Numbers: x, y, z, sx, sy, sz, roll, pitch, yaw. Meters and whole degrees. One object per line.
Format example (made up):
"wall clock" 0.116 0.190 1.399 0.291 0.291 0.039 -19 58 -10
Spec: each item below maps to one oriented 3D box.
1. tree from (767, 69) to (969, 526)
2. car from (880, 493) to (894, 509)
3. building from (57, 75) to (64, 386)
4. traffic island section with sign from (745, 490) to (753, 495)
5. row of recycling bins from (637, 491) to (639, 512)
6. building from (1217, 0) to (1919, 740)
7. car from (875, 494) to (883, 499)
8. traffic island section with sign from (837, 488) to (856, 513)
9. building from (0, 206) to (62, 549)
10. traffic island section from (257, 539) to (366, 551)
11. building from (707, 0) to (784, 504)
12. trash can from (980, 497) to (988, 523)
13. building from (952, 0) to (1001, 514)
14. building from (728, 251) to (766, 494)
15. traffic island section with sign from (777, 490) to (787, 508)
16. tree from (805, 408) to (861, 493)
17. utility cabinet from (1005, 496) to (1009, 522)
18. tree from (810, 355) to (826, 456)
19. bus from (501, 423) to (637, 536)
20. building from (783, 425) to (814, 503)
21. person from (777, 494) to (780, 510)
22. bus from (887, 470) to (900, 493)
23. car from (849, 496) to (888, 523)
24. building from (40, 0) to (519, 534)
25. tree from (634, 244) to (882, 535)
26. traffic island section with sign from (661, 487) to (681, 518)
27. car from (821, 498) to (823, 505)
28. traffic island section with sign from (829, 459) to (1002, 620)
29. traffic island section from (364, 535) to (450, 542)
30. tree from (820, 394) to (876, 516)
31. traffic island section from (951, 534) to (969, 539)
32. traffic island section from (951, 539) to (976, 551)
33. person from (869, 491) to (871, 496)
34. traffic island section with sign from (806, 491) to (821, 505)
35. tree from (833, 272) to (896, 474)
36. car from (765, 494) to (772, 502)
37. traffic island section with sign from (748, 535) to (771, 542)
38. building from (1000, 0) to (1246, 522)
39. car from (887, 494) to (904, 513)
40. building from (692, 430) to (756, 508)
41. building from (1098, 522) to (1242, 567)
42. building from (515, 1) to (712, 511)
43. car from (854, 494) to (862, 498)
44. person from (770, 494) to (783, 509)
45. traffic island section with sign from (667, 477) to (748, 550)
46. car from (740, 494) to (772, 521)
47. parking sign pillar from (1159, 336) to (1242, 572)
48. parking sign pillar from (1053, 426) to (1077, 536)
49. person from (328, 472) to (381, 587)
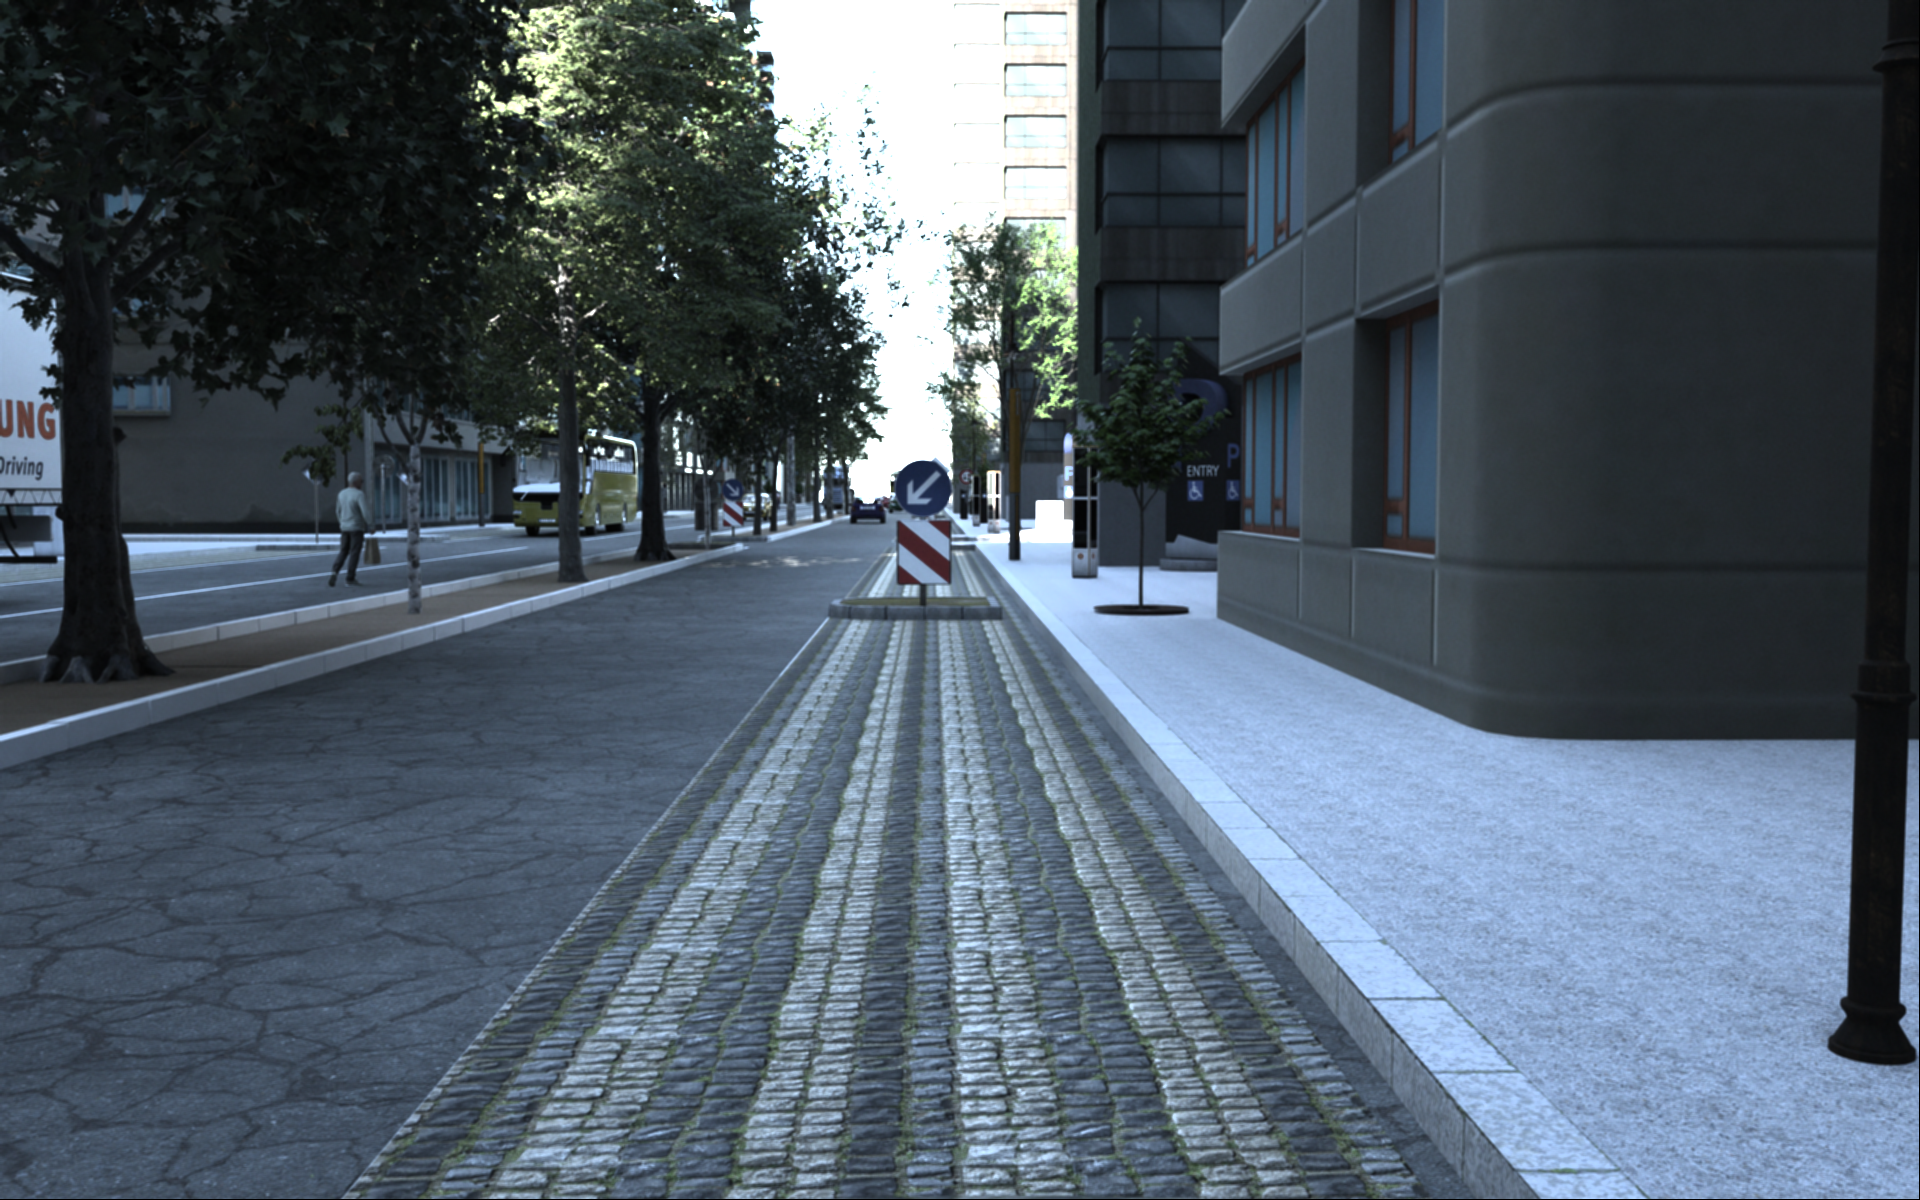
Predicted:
"tree" -6.351 -13.336 76.387 12.611 20.169 13.585 0 3 0
"car" -5.841 -8.416 146.635 2.155 1.783 4.494 0 4 -2
"building" -31.971 -29.301 98.672 23.786 49.044 30.456 0 4 -1
"traffic island section with sign" -18.452 -8.745 151.610 1.989 1.847 2.006 0 4 -1
"row of recycling bins" -24.085 -7.076 122.805 3.534 1.692 1.069 3 5 41
"building" 16.723 -9.668 3.109 27.650 21.520 28.899 0 4 -1
"car" -12.727 -15.935 272.539 2.014 1.417 4.499 0 4 -2
"traffic island section with sign" -8.069 -7.323 127.865 2.006 1.907 1.989 0 4 -1
"building" -34.906 -25.166 31.079 30.456 49.044 23.786 0 4 -1
"traffic island section" -16.698 -1.386 44.934 2.009 0.180 2.903 0 4 -1
"building" -34.101 -55.905 226.717 22.319 86.520 31.000 0 4 -1
"trash can" 0.993 -3.924 75.815 0.748 1.137 0.748 0 3 0
"building" 6.472 -26.627 118.940 14.154 41.232 14.086 0 4 -1
"building" -29.614 -31.266 194.799 14.154 41.232 14.086 0 4 -1
"traffic island section with sign" -18.902 -10.462 179.679 1.989 1.847 2.006 0 4 -1
"tree" -8.011 -9.454 107.389 4.737 8.622 4.395 0 3 0
"utility cabinet" 2.251 -4.174 79.403 0.306 1.237 1.020 0 4 6
"tree" -7.944 -11.679 119.170 9.928 11.665 9.643 0 3 0
"bus" -13.882 -4.369 62.979 2.896 3.916 12.252 0 4 -2
"building" -36.614 -25.351 259.525 27.650 21.520 28.899 0 4 -1
"person" -16.433 -8.902 154.993 0.756 1.711 0.436 1 4 19
"bus" -5.877 -11.219 174.982 2.896 3.916 12.252 0 4 -3
"car" -4.539 -4.473 85.720 1.945 1.354 3.894 0 4 -2
"building" -29.969 -26.975 64.751 21.300 48.544 21.600 0 4 -1
"tree" -7.109 -7.845 65.137 8.767 10.594 7.601 0 4 -1
"traffic island section with sign" -17.655 -5.758 102.771 1.989 1.847 2.006 0 4 -1
"car" -16.744 -12.763 221.262 1.945 1.354 3.894 0 4 1
"traffic island section with sign" -0.536 -0.725 20.484 1.989 1.847 2.006 0 4 -1
"traffic island section" -16.829 -1.874 52.918 2.009 0.180 2.903 0 4 -1
"tree" -8.060 -10.622 126.491 4.360 8.622 3.978 0 3 0
"traffic island section" -0.740 -1.890 53.175 2.009 0.180 2.903 0 4 -1
"traffic island section" -0.609 -1.401 45.191 2.009 0.180 2.903 0 4 -1
"person" -11.354 -12.958 220.000 0.705 1.869 1.348 1 4 9
"traffic island section with sign" -19.810 -13.853 235.116 1.989 1.847 2.006 0 4 -1
"tree" -7.108 -10.162 86.737 7.486 12.596 7.792 0 3 0
"car" -14.357 -6.926 123.463 2.015 1.641 3.980 0 4 1
"traffic island section with sign" -6.833 -2.728 52.736 2.006 1.907 1.989 0 4 -1
"building" 9.118 -19.687 93.577 14.160 30.474 14.107 0 4 -1
"car" -4.488 -7.364 132.194 2.131 1.459 4.920 0 4 -1
"building" -35.803 -20.110 173.845 27.650 21.520 28.899 0 4 -1
"building" 9.368 -16.207 36.681 14.160 30.474 14.107 0 4 -1
"building" -33.505 -31.964 142.213 23.786 49.044 30.456 0 4 -1
"car" -12.931 -12.705 216.525 1.959 1.807 4.718 0 4 -2
"person" -17.848 -9.732 167.627 1.348 1.824 0.705 -1 4 -10
"traffic island section with sign" -6.722 -2.275 45.330 2.006 1.907 1.989 0 4 -1
"car" -11.150 -5.120 93.927 2.015 1.641 3.980 0 3 0
"parking sign pillar" 4.096 -2.489 29.163 1.447 3.967 1.447 -3 5 -42
"parking sign pillar" 3.631 -4.007 53.989 1.447 3.967 1.447 1 4 22
"person" -9.344 -1.087 26.753 0.782 1.767 0.515 2 4 24
